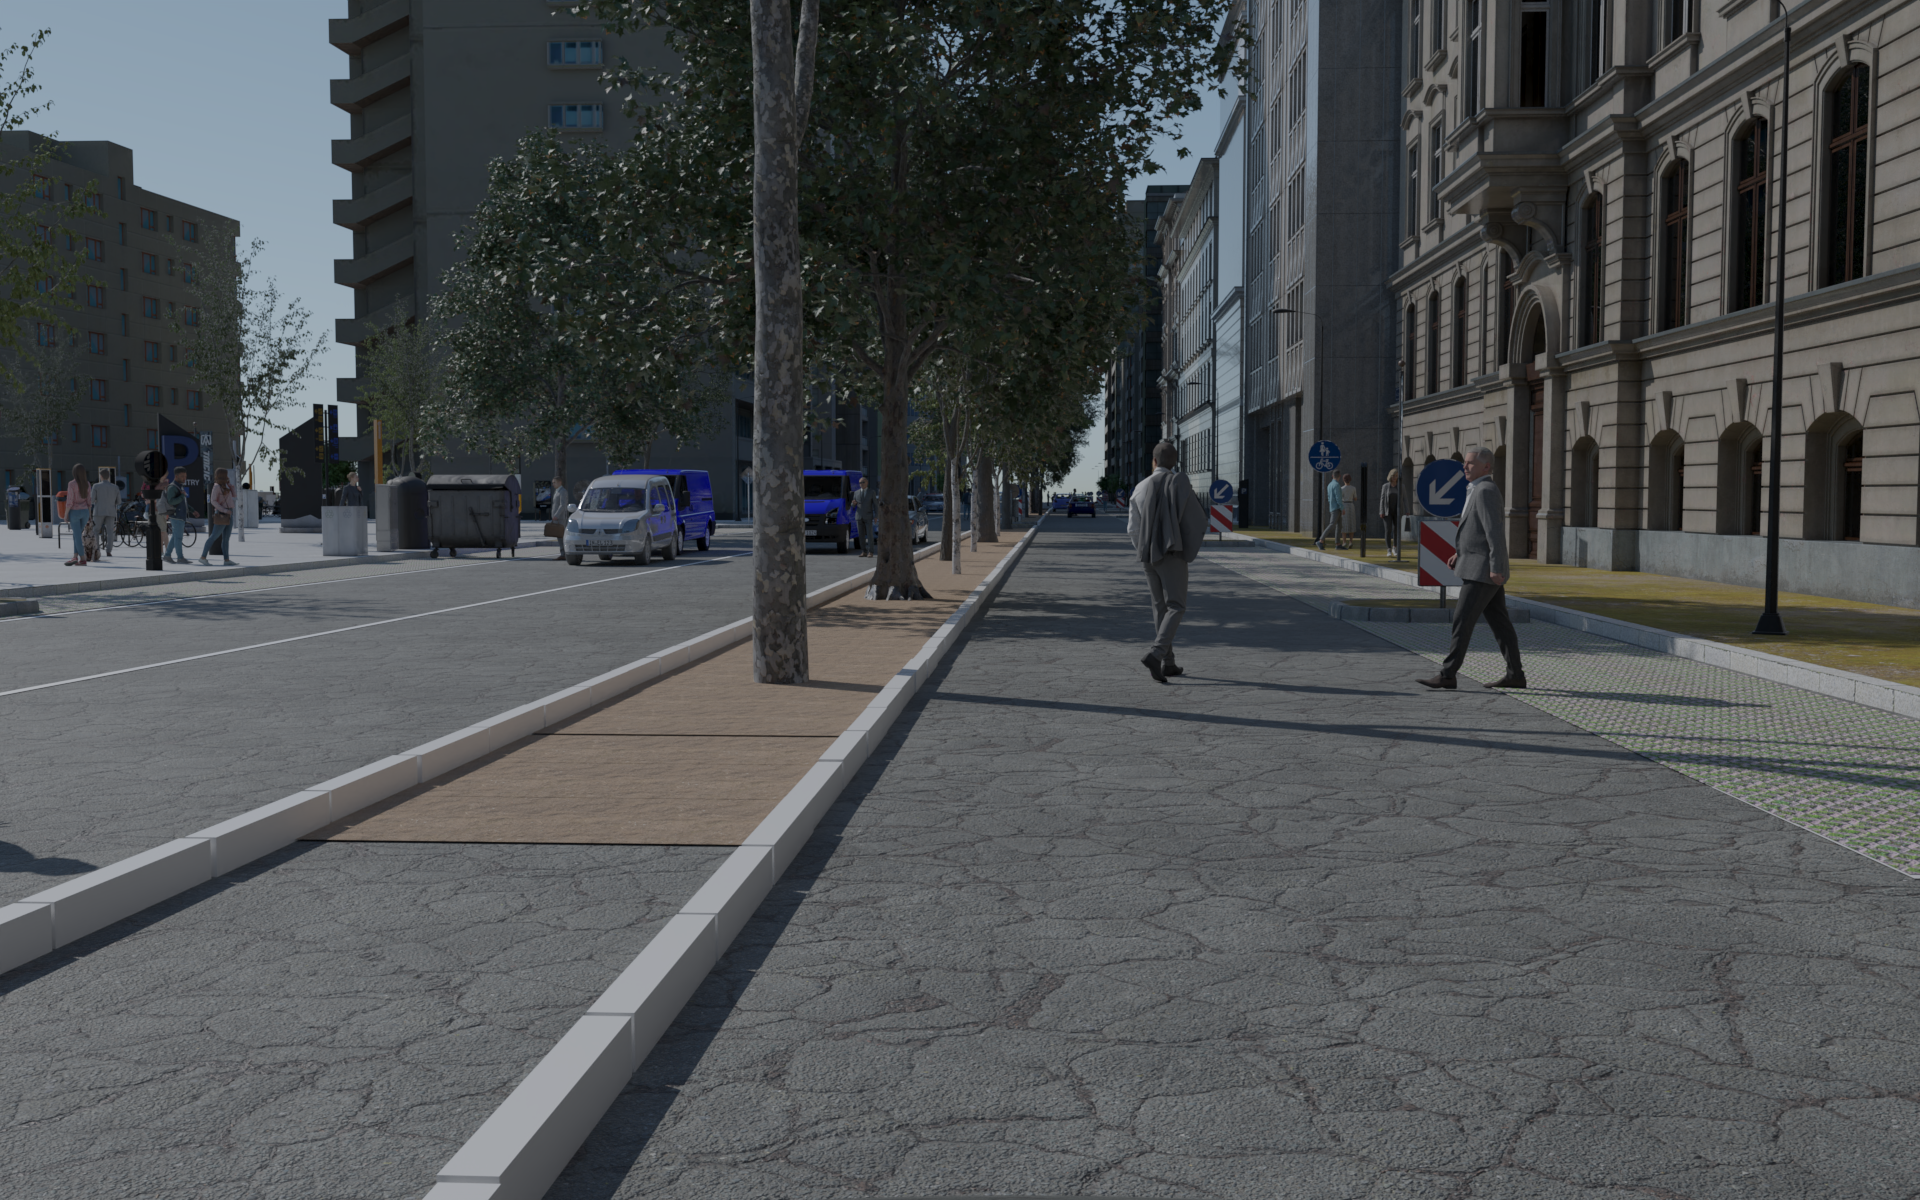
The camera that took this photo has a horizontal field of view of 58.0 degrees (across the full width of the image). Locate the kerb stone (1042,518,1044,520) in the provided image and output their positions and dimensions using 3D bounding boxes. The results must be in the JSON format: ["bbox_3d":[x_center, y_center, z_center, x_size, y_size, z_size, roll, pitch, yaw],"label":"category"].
[{"bbox_3d":[3.879,-3.790,84.161,0.120,0.150,1.000,0,4,3],"label":"kerb stone"}]

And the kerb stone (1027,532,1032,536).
[{"bbox_3d":[2.083,-1.939,53.942,0.120,0.150,1.000,0,4,3],"label":"kerb stone"}]

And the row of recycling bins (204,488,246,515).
[{"bbox_3d":[-44.509,-5.923,103.958,1.069,1.692,3.534,3,4,37],"label":"row of recycling bins"}]

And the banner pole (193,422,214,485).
[{"bbox_3d":[-26.445,-4.310,60.485,0.863,3.779,0.401,0,4,6],"label":"banner pole"}]

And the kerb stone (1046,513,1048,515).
[{"bbox_3d":[5.030,-4.978,103.586,0.120,0.150,1.000,0,4,3],"label":"kerb stone"}]

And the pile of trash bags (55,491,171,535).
[{"bbox_3d":[-29.267,-3.049,59.609,1.912,1.369,3.447,3,5,44],"label":"pile of trash bags"}]

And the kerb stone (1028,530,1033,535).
[{"bbox_3d":[2.260,-2.124,57.009,0.120,0.150,1.000,0,4,3],"label":"kerb stone"}]

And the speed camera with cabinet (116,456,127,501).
[{"bbox_3d":[-44.313,-5.835,89.745,2.038,3.252,0.660,-2,4,-24],"label":"speed camera with cabinet"}]

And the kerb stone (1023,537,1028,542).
[{"bbox_3d":[1.787,-1.629,48.826,0.120,0.150,1.000,0,4,3],"label":"kerb stone"}]

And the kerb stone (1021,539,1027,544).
[{"bbox_3d":[1.660,-1.497,46.781,0.120,0.150,1.000,0,4,3],"label":"kerb stone"}]

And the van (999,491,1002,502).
[{"bbox_3d":[6.470,-16.651,279.260,2.013,2.044,4.112,0,4,1],"label":"van"}]

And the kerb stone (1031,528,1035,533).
[{"bbox_3d":[2.453,-2.316,60.070,0.120,0.150,1.000,0,4,3],"label":"kerb stone"}]

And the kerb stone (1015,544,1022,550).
[{"bbox_3d":[1.356,-1.191,41.671,0.120,0.150,1.000,0,4,3],"label":"kerb stone"}]

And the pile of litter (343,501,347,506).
[{"bbox_3d":[-38.083,-5.754,108.035,1.719,0.858,1.176,3,5,44],"label":"pile of litter"}]

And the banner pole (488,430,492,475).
[{"bbox_3d":[-18.395,-4.767,67.962,0.401,3.779,0.863,-1,4,-10],"label":"banner pole"}]

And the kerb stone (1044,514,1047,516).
[{"bbox_3d":[4.672,-4.602,97.458,0.120,0.150,1.000,0,4,3],"label":"kerb stone"}]

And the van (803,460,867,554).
[{"bbox_3d":[-3.510,-2.387,43.405,2.240,2.365,5.245,0,4,3],"label":"van"}]

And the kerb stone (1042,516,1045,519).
[{"bbox_3d":[4.183,-4.103,89.272,0.120,0.150,1.000,0,4,3],"label":"kerb stone"}]

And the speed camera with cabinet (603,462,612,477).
[{"bbox_3d":[-16.931,-5.375,82.220,0.660,3.252,2.038,1,4,21],"label":"speed camera with cabinet"}]

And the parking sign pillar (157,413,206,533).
[{"bbox_3d":[-26.010,-4.243,57.843,1.447,3.967,1.447,-3,4,-39],"label":"parking sign pillar"}]

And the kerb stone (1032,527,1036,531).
[{"bbox_3d":[2.566,-2.441,62.112,0.120,0.150,1.000,0,4,3],"label":"kerb stone"}]

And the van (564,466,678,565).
[{"bbox_3d":[-7.061,-1.789,36.255,2.013,2.044,4.112,0,4,2],"label":"van"}]

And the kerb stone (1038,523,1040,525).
[{"bbox_3d":[3.062,-2.942,70.303,0.120,0.150,1.000,0,4,3],"label":"kerb stone"}]

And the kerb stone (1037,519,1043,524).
[{"bbox_3d":[3.636,-3.540,80.067,0.120,0.150,1.000,0,4,3],"label":"kerb stone"}]

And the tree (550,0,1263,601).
[{"bbox_3d":[-0.886,-6.340,23.119,9.611,12.733,9.660,0,3,0],"label":"tree"}]

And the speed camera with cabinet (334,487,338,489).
[{"bbox_3d":[-52.763,-9.387,147.808,0.660,3.252,2.038,1,4,20],"label":"speed camera with cabinet"}]

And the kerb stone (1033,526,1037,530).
[{"bbox_3d":[2.633,-2.504,63.133,0.120,0.150,1.000,0,4,3],"label":"kerb stone"}]

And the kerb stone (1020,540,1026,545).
[{"bbox_3d":[1.599,-1.441,45.761,0.120,0.150,1.000,0,4,3],"label":"kerb stone"}]

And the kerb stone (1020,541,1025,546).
[{"bbox_3d":[1.543,-1.377,44.735,0.120,0.150,1.000,0,4,3],"label":"kerb stone"}]

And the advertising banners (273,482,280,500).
[{"bbox_3d":[-62.147,-9.819,156.721,2.074,3.025,0.090,0,4,-6],"label":"advertising banners"}]

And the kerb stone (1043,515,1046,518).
[{"bbox_3d":[4.364,-4.290,92.341,0.120,0.150,1.000,0,4,3],"label":"kerb stone"}]

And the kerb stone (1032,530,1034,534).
[{"bbox_3d":[2.325,-2.192,58.029,0.120,0.150,1.000,0,4,3],"label":"kerb stone"}]

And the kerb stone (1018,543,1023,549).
[{"bbox_3d":[1.414,-1.254,42.695,0.120,0.150,1.000,0,4,3],"label":"kerb stone"}]

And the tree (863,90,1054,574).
[{"bbox_3d":[-0.058,-4.738,30.279,4.360,8.622,3.978,0,3,0],"label":"tree"}]

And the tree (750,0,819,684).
[{"bbox_3d":[-0.201,-9.376,11.641,12.611,20.169,13.585,0,3,0],"label":"tree"}]

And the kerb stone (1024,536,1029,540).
[{"bbox_3d":[1.847,-1.691,49.847,0.120,0.150,1.000,0,4,3],"label":"kerb stone"}]

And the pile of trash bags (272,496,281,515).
[{"bbox_3d":[-41.675,-6.024,108.250,1.912,1.369,3.447,-3,4,-39],"label":"pile of trash bags"}]

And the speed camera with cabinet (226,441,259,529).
[{"bbox_3d":[-27.024,-4.316,64.899,0.660,3.252,2.038,0,4,2],"label":"speed camera with cabinet"}]

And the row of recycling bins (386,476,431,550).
[{"bbox_3d":[-13.300,-2.110,41.617,1.069,1.692,3.534,-1,4,-19],"label":"row of recycling bins"}]

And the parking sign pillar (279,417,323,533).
[{"bbox_3d":[-21.743,-4.200,57.140,1.447,3.967,1.447,-1,4,-18],"label":"parking sign pillar"}]

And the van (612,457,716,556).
[{"bbox_3d":[-7.352,-2.307,42.109,2.240,2.365,5.245,0,4,2],"label":"van"}]

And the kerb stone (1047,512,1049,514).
[{"bbox_3d":[5.340,-5.291,108.701,0.120,0.150,1.000,0,4,3],"label":"kerb stone"}]

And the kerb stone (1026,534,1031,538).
[{"bbox_3d":[1.971,-1.814,51.893,0.120,0.150,1.000,0,4,3],"label":"kerb stone"}]

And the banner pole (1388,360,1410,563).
[{"bbox_3d":[8.212,-2.584,32.272,0.401,3.779,0.863,1,4,12],"label":"banner pole"}]

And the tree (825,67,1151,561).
[{"bbox_3d":[-0.342,-6.082,36.316,8.767,10.594,7.601,0,4,3],"label":"tree"}]

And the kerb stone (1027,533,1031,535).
[{"bbox_3d":[2.021,-1.873,52.919,0.120,0.150,1.000,0,4,3],"label":"kerb stone"}]

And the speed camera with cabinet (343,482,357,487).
[{"bbox_3d":[-34.063,-6.302,97.369,0.660,3.252,2.038,0,4,-1],"label":"speed camera with cabinet"}]

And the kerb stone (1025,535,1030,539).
[{"bbox_3d":[1.904,-1.754,50.873,0.120,0.150,1.000,0,4,3],"label":"kerb stone"}]

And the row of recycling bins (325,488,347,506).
[{"bbox_3d":[-41.546,-6.479,113.049,3.534,1.692,1.069,1,4,19],"label":"row of recycling bins"}]

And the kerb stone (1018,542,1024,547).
[{"bbox_3d":[1.479,-1.316,43.715,0.120,0.150,1.000,0,4,3],"label":"kerb stone"}]
